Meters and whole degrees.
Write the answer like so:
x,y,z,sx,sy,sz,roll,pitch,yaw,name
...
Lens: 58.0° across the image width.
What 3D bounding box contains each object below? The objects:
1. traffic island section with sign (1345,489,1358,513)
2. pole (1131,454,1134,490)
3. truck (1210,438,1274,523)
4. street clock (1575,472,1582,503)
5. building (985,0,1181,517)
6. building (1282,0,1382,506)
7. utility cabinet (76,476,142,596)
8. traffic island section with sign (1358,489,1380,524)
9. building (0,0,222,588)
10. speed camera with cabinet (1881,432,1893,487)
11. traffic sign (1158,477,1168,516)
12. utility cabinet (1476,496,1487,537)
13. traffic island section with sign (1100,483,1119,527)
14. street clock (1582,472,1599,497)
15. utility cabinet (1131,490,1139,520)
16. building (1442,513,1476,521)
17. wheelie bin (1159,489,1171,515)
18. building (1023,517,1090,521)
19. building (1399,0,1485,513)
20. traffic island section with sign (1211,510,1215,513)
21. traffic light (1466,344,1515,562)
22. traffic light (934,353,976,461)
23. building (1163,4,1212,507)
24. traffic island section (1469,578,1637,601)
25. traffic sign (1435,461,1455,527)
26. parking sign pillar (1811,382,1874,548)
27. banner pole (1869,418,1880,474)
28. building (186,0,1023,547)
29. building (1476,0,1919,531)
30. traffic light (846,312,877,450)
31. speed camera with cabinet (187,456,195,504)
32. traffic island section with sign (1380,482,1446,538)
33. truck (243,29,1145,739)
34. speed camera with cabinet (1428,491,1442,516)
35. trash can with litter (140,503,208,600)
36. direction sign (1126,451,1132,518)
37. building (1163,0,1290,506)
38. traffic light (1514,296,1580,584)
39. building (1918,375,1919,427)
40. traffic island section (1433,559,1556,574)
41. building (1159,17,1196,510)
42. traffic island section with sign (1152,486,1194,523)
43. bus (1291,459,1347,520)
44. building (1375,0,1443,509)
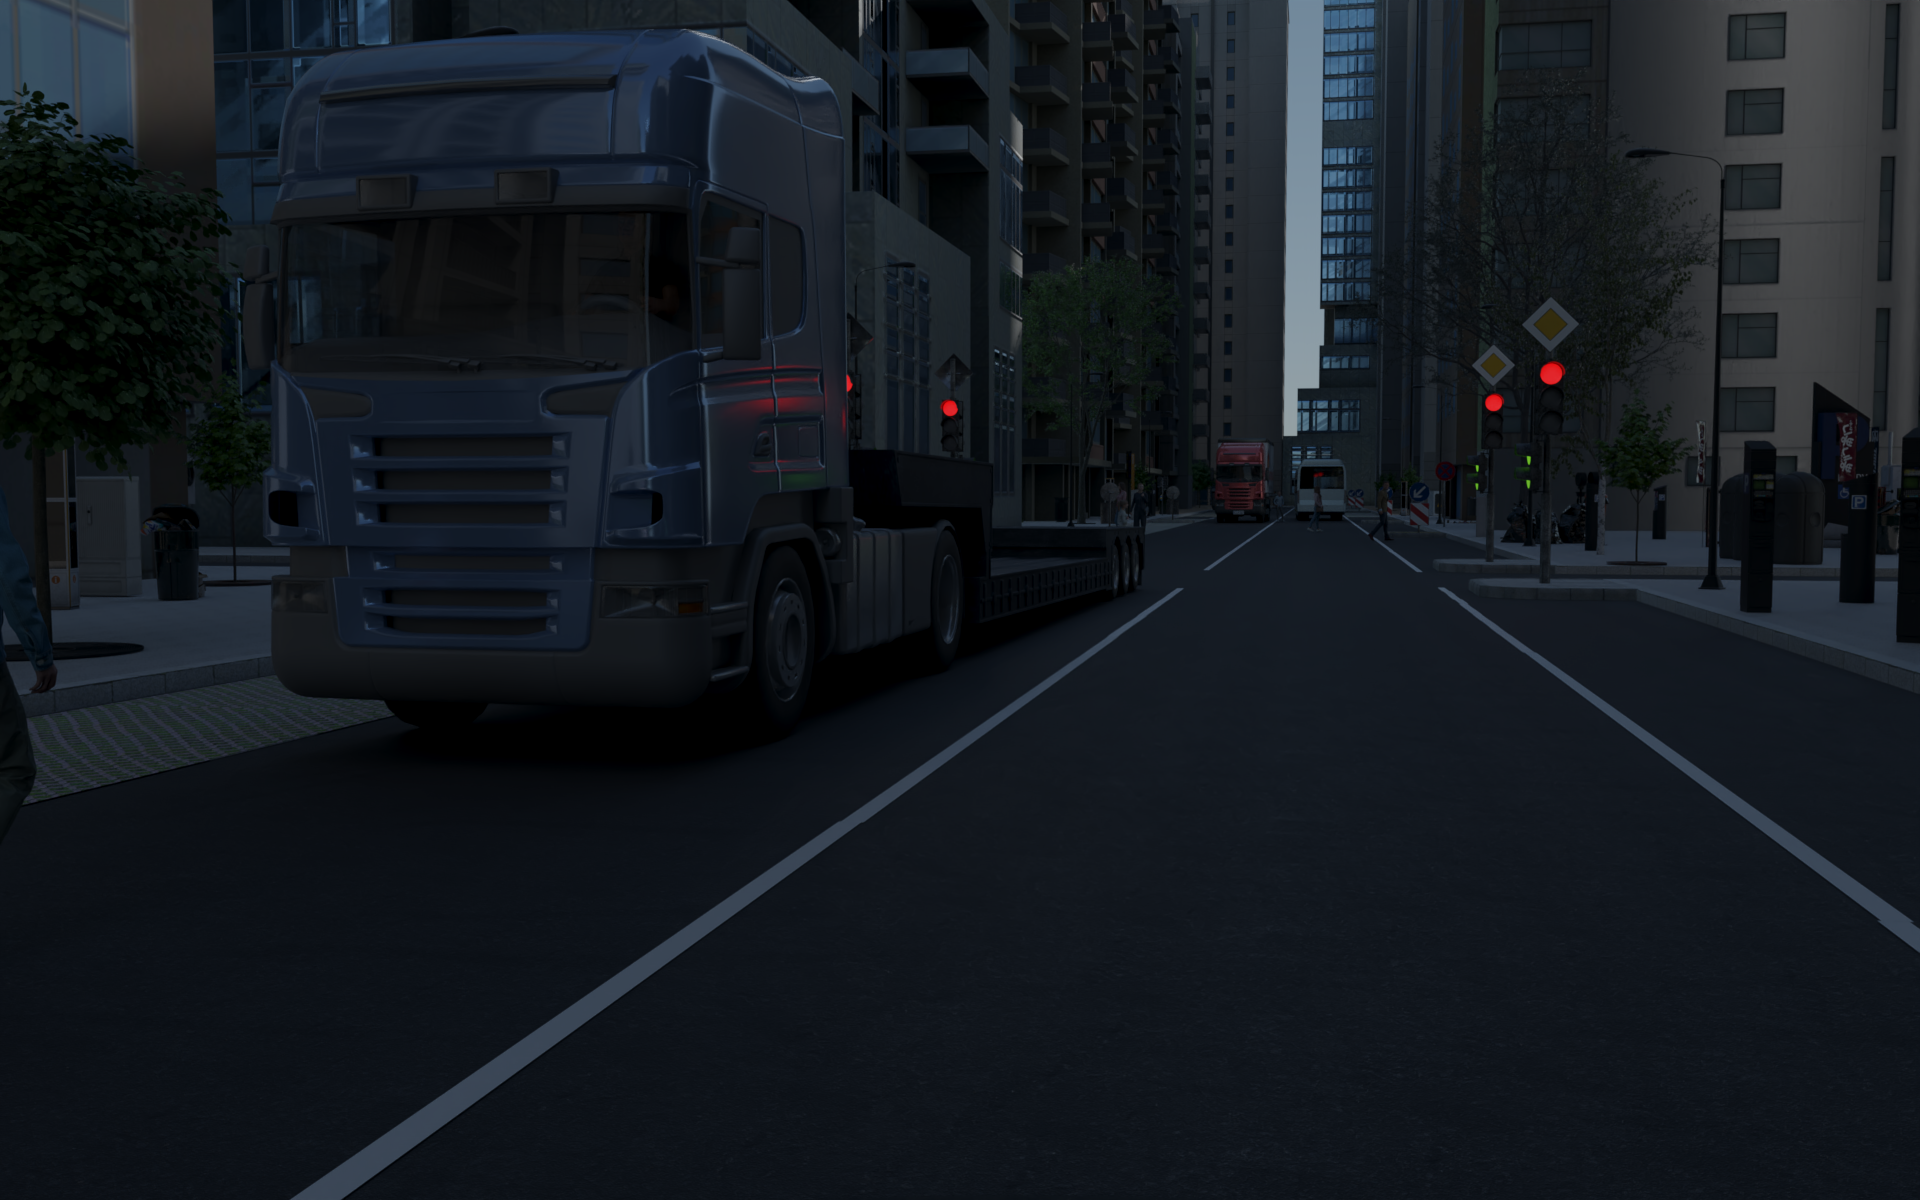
x,y,z,sx,sy,sz,roll,pitch,yaw,name
30.411,-7.573,132.451,1.989,1.847,2.006,1,4,12,traffic island section with sign
8.736,-5.732,87.566,0.158,3.312,0.155,0,3,0,pole
14.687,-6.141,89.323,2.839,4.237,11.283,1,4,12,truck
20.642,-3.244,57.603,0.358,2.002,0.471,0,4,-2,street clock
4.185,-28.791,125.352,22.147,44.769,28.867,1,4,12,building
53.045,-54.076,196.819,31.000,86.520,22.319,1,4,12,building
-10.884,-0.796,21.687,1.173,1.500,0.318,1,4,11,utility cabinet
20.587,-4.631,84.350,1.989,1.847,2.006,1,4,12,traffic island section with sign
-19.883,-22.658,20.571,14.200,45.320,14.600,1,4,12,building
29.941,-3.694,54.728,0.660,3.252,2.038,0,4,-3,speed camera with cabinet
12.073,-6.187,103.286,0.606,2.300,0.079,1,4,16,traffic sign
15.665,-2.502,52.066,0.306,1.237,1.020,1,4,18,utility cabinet
5.102,-3.070,58.823,1.989,1.847,2.006,1,4,12,traffic island section with sign
20.461,-3.143,55.965,0.358,2.002,0.471,0,4,-3,street clock
8.769,-4.753,86.389,0.318,1.500,1.173,1,4,17,utility cabinet
31.806,-26.714,86.879,14.600,45.320,14.200,1,4,12,building
12.870,-6.166,108.715,0.693,1.594,0.980,1,4,22,wheelie bin
-2.058,-26.913,94.656,22.147,44.769,28.867,1,4,12,building
43.971,-30.102,142.280,14.600,45.320,14.200,1,4,12,building
20.548,-7.694,134.423,1.989,1.847,2.006,1,4,12,traffic island section with sign
9.983,-2.672,32.600,0.839,4.253,0.868,1,4,12,traffic light
-0.123,-2.796,34.641,0.839,4.253,0.868,1,4,12,traffic light
9.432,-33.860,173.213,30.456,49.044,23.786,1,4,12,building
8.422,-0.159,24.882,2.009,0.180,2.903,1,4,12,traffic island section
18.807,-4.104,67.204,0.768,2.556,0.104,1,4,13,traffic sign
21.168,-3.247,41.560,1.447,3.967,1.447,0,4,3,parking sign pillar
29.873,-4.084,56.786,0.401,3.779,0.863,0,4,-2,banner pole
-9.654,-45.217,51.966,22.319,86.520,31.000,1,4,12,building
26.996,-23.354,65.426,14.154,41.232,14.086,1,4,12,building
-1.722,-2.318,26.817,0.839,4.253,0.868,1,4,12,traffic light
-17.723,-2.704,38.551,0.660,3.252,2.038,0,4,-1,speed camera with cabinet
15.195,-3.013,57.883,1.989,1.847,2.006,1,4,12,traffic island section with sign
-0.547,-1.675,17.144,2.967,4.110,18.799,1,4,13,truck
28.414,-6.542,101.303,2.038,3.252,0.660,-1,4,-17,speed camera with cabinet
-9.578,-0.598,21.166,0.624,1.170,1.055,-1,4,-15,trash can with litter
8.878,-6.062,91.117,0.379,3.537,0.876,-1,4,-11,direction sign
23.872,-40.415,202.778,28.212,58.520,21.231,1,4,12,building
8.385,-2.193,24.776,0.839,4.253,0.868,1,4,12,traffic light
97.057,-30.714,156.796,28.867,44.769,22.147,1,4,12,building
10.021,-0.638,32.706,2.009,0.180,2.903,1,4,12,traffic island section
12.167,-28.264,145.713,14.154,41.232,14.086,1,4,12,building
10.563,-4.707,85.589,1.989,1.847,2.006,1,4,12,traffic island section with sign
20.332,-6.321,98.212,2.948,3.499,13.247,1,4,10,bus
50.144,-37.952,162.508,21.231,58.520,28.212,1,4,12,building
